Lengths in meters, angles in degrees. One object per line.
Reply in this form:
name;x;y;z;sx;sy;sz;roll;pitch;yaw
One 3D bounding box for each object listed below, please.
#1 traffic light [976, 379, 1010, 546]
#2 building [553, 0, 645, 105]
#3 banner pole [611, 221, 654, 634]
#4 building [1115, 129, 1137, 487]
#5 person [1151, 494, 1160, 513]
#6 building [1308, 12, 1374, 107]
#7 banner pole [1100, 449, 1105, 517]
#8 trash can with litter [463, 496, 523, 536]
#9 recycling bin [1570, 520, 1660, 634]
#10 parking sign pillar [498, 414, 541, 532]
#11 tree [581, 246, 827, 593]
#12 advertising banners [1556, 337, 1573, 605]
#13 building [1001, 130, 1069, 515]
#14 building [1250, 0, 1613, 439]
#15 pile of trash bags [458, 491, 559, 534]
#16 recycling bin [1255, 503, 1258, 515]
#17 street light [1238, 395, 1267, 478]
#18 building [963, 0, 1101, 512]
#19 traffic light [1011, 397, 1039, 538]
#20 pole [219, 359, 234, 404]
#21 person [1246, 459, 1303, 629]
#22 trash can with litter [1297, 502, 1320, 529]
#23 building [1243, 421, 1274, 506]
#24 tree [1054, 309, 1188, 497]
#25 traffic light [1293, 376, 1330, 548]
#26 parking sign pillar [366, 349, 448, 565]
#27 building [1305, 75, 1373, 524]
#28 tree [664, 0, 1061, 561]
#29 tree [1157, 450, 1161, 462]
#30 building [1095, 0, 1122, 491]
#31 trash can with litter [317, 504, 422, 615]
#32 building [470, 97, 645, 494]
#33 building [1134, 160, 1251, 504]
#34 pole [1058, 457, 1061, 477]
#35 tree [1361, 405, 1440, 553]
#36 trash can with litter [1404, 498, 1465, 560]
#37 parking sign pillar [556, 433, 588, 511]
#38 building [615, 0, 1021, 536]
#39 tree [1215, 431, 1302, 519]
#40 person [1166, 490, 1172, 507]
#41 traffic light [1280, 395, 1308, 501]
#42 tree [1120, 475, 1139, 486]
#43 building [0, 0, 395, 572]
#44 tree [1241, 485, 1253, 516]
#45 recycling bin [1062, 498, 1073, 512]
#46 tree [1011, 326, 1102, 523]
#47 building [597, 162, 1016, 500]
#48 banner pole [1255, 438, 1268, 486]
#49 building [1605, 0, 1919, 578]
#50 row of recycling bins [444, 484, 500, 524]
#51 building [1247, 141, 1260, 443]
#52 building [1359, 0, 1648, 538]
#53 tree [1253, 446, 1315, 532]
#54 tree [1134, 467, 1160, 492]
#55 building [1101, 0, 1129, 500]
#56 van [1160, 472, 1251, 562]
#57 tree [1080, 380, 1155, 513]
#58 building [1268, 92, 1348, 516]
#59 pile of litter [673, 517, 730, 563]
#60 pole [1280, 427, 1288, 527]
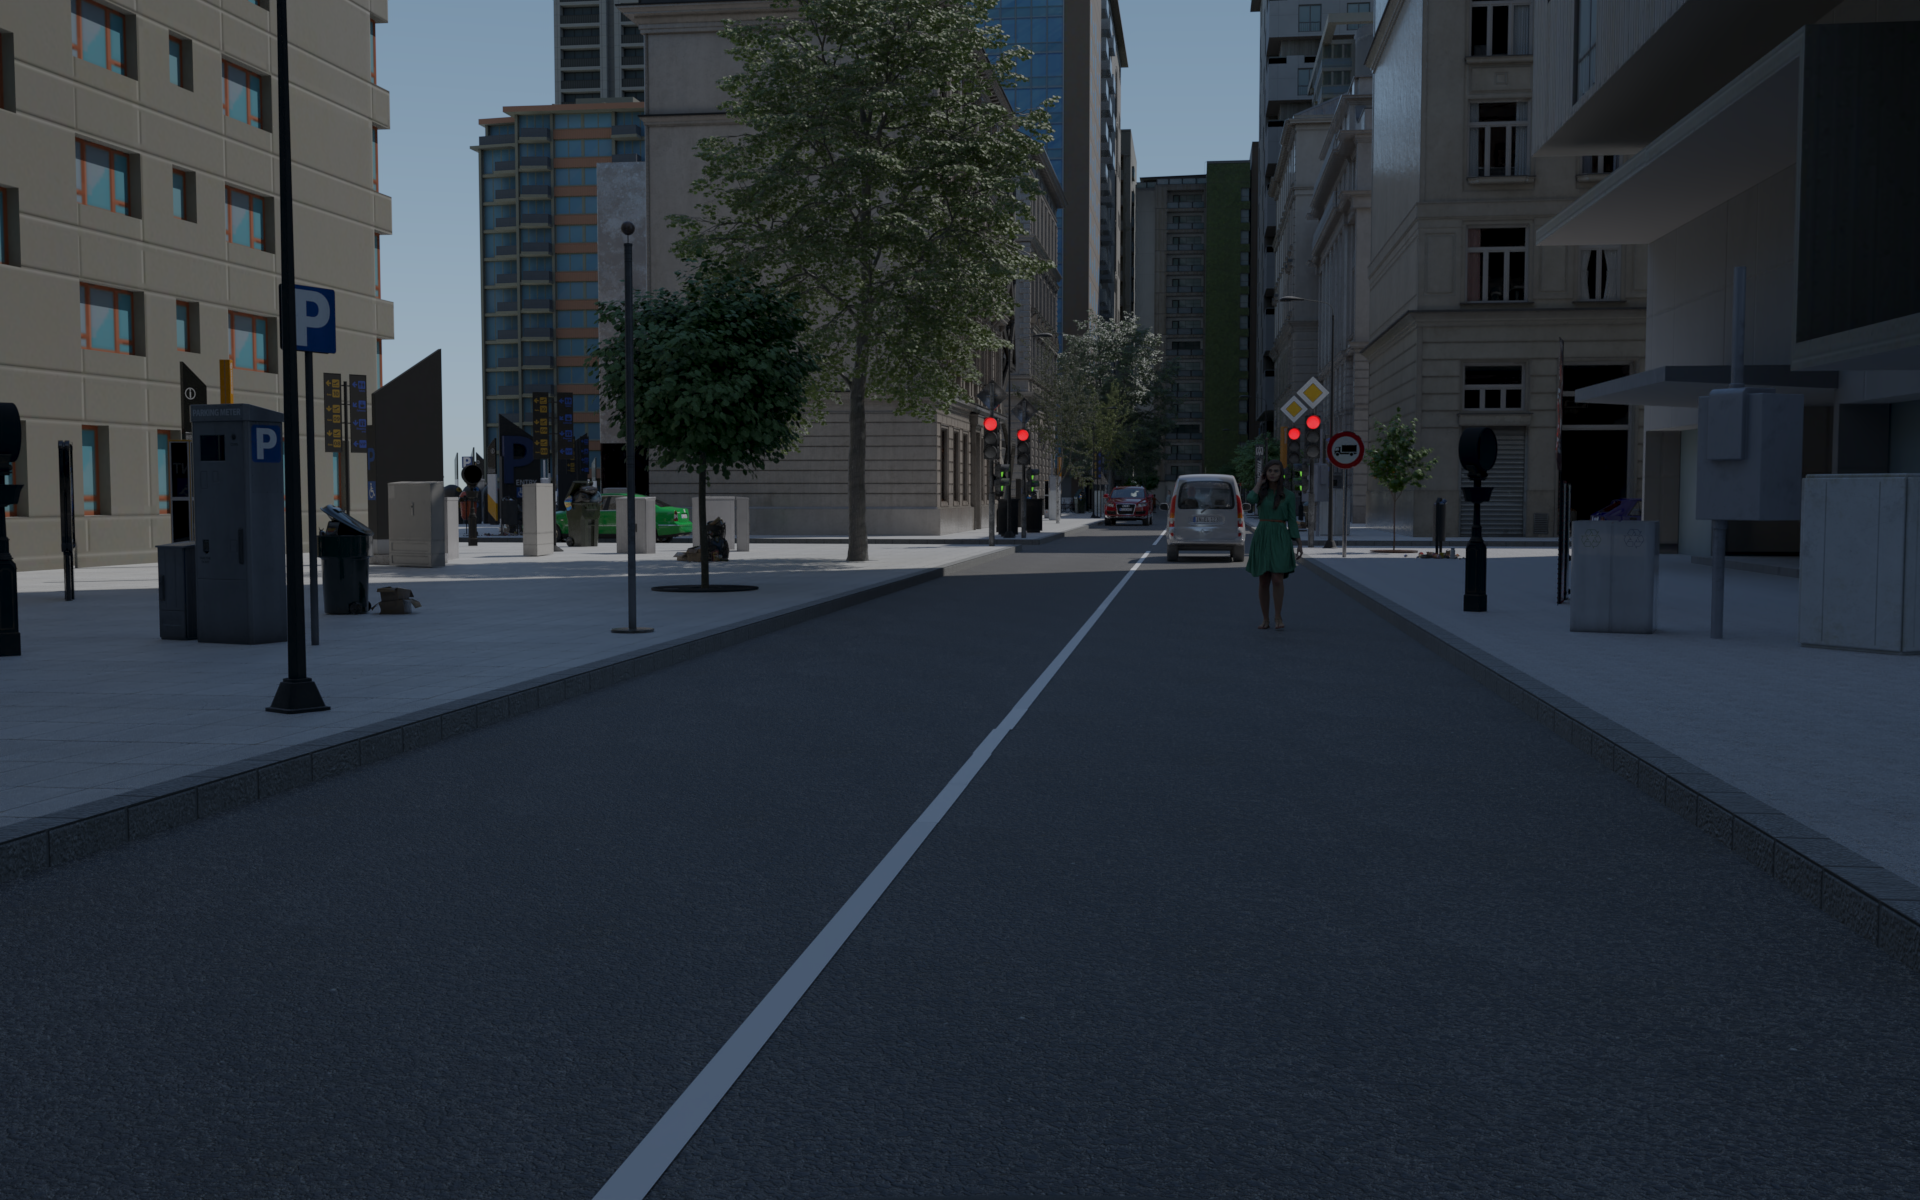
traffic light;0.798;-3.271;42.402;0.839;4.253;0.868;0;4;8
building;-40.208;-48.276;227.571;20.611;71.187;20.563;0;4;8
banner pole;-3.087;-1.603;16.227;0.401;3.779;0.863;-1;4;-10
building;11.536;-36.530;220.966;21.600;48.544;21.300;0;4;8
person;14.614;-7.235;130.045;0.557;1.426;1.065;-2;4;-34
building;40.152;-27.084;134.706;32.217;40.220;23.993;0;4;8
banner pole;7.916;-6.504;96.353;0.401;3.779;0.863;1;4;21
trash can with litter;-14.277;-2.583;53.282;2.233;1.210;1.678;-2;4;-35
recycling bin;6.152;-0.227;16.265;0.722;1.027;0.722;2;4;26
parking sign pillar;-14.772;-4.261;58.141;1.447;3.967;1.447;-2;4;-27
tree;-3.368;-2.414;23.188;4.285;4.588;4.351;0;3;0
advertising banners;7.086;-1.477;20.331;0.090;3.025;2.074;2;4;23
building;0.250;-16.820;103.891;11.050;23.489;19.941;0;4;8
building;41.548;-34.913;160.066;28.713;52.752;27.495;0;4;8
pile of trash bags;-14.421;-2.814;55.758;3.447;1.369;1.912;0;4;0
recycling bin;18.411;-5.672;105.298;0.722;1.027;0.722;3;5;43
street light;13.823;-6.662;81.457;1.470;5.913;1.316;0;4;8
building;3.418;-29.507;132.557;14.600;45.320;14.200;0;4;8
traffic light;1.874;-3.755;50.315;0.839;4.253;0.868;0;4;8
pole;-11.128;-1.989;26.356;0.158;3.312;0.155;0;3;0
person;3.311;-0.584;18.297;0.600;1.795;0.529;0;4;5
trash can with litter;12.931;-3.241;64.373;1.055;1.170;0.624;-3;4;-36
building;40.612;-45.603;183.858;20.563;71.187;20.611;0;4;8
tree;10.620;-13.034;119.763;9.857;13.997;8.962;0;3;0
traffic light;8.392;-3.209;41.389;0.839;4.253;0.868;0;4;8
parking sign pillar;-10.209;-2.655;31.875;1.447;3.967;1.447;-3;5;-41
building;24.399;-14.883;85.139;13.314;21.916;24.055;0;4;8
tree;-1.570;-7.007;32.694;7.486;12.596;7.792;0;3;0
tree;19.117;-14.088;180.707;4.737;8.622;4.395;0;3;0
building;2.336;-32.759;155.221;23.786;49.044;30.456;0;4;8
trash can with litter;-6.345;-0.441;18.603;1.055;1.170;0.624;0;4;-5
building;-37.977;-33.007;194.291;28.867;44.769;22.147;0;4;8
building;28.769;-32.533;215.501;14.086;41.232;14.154;0;4;8
pole;5.496;-6.236;95.795;0.158;3.312;0.155;0;3;0
tree;9.638;-2.643;37.821;1.663;3.219;1.824;0;3;0
trash can with litter;9.844;-1.463;34.975;1.678;1.210;2.233;2;4;24
parking sign pillar;-16.978;-5.341;75.804;1.447;3.967;1.447;-1;4;-22
building;-4.047;-12.089;62.281;10.561;19.102;19.286;0;4;8
tree;16.248;-6.742;93.940;4.285;4.588;4.351;0;3;0
person;14.049;-6.533;116.311;0.522;1.701;0.512;-3;5;-45
traffic light;9.468;-3.693;49.302;0.839;4.253;0.868;0;4;8
tree;17.151;-10.842;171.874;1.663;3.219;1.824;0;3;0
building;-29.827;-11.295;29.719;28.899;21.520;27.650;0;4;8
tree;17.181;-6.548;101.666;1.663;3.219;1.824;0;3;0
recycling bin;7.747;-6.874;124.945;0.722;1.027;0.722;1;4;13
tree;4.255;-7.631;75.132;4.360;8.622;3.978;0;3;0
building;-5.954;-13.045;80.730;16.820;18.784;16.811;0;4;8
banner pole;13.389;-5.302;76.711;0.863;3.779;0.401;-2;4;-25
building;24.035;-26.482;22.212;28.713;52.752;27.495;0;4;8
row of recycling bins;-20.599;-4.128;74.599;3.534;1.692;1.069;-3;4;-38
building;42.840;-34.482;213.896;14.200;45.320;14.600;0;4;8
building;28.544;-13.624;56.034;30.059;22.955;16.112;0;4;8
tree;11.299;-3.967;59.455;1.663;3.219;1.824;0;3;0
tree;20.724;-12.748;192.141;4.285;4.588;4.351;0;3;0
building;3.598;-36.491;185.868;27.495;52.752;28.713;0;4;8
van;5.392;-1.900;38.083;2.013;2.044;4.112;0;4;8
tree;9.442;-9.839;111.237;4.737;8.622;4.395;0;3;0
building;26.210;-19.110;109.708;12.463;27.353;25.104;0;4;8
pile of litter;-4.940;-1.176;33.194;1.176;0.858;1.719;1;4;10
pole;9.781;-3.579;52.367;0.158;3.312;0.155;0;3;0
